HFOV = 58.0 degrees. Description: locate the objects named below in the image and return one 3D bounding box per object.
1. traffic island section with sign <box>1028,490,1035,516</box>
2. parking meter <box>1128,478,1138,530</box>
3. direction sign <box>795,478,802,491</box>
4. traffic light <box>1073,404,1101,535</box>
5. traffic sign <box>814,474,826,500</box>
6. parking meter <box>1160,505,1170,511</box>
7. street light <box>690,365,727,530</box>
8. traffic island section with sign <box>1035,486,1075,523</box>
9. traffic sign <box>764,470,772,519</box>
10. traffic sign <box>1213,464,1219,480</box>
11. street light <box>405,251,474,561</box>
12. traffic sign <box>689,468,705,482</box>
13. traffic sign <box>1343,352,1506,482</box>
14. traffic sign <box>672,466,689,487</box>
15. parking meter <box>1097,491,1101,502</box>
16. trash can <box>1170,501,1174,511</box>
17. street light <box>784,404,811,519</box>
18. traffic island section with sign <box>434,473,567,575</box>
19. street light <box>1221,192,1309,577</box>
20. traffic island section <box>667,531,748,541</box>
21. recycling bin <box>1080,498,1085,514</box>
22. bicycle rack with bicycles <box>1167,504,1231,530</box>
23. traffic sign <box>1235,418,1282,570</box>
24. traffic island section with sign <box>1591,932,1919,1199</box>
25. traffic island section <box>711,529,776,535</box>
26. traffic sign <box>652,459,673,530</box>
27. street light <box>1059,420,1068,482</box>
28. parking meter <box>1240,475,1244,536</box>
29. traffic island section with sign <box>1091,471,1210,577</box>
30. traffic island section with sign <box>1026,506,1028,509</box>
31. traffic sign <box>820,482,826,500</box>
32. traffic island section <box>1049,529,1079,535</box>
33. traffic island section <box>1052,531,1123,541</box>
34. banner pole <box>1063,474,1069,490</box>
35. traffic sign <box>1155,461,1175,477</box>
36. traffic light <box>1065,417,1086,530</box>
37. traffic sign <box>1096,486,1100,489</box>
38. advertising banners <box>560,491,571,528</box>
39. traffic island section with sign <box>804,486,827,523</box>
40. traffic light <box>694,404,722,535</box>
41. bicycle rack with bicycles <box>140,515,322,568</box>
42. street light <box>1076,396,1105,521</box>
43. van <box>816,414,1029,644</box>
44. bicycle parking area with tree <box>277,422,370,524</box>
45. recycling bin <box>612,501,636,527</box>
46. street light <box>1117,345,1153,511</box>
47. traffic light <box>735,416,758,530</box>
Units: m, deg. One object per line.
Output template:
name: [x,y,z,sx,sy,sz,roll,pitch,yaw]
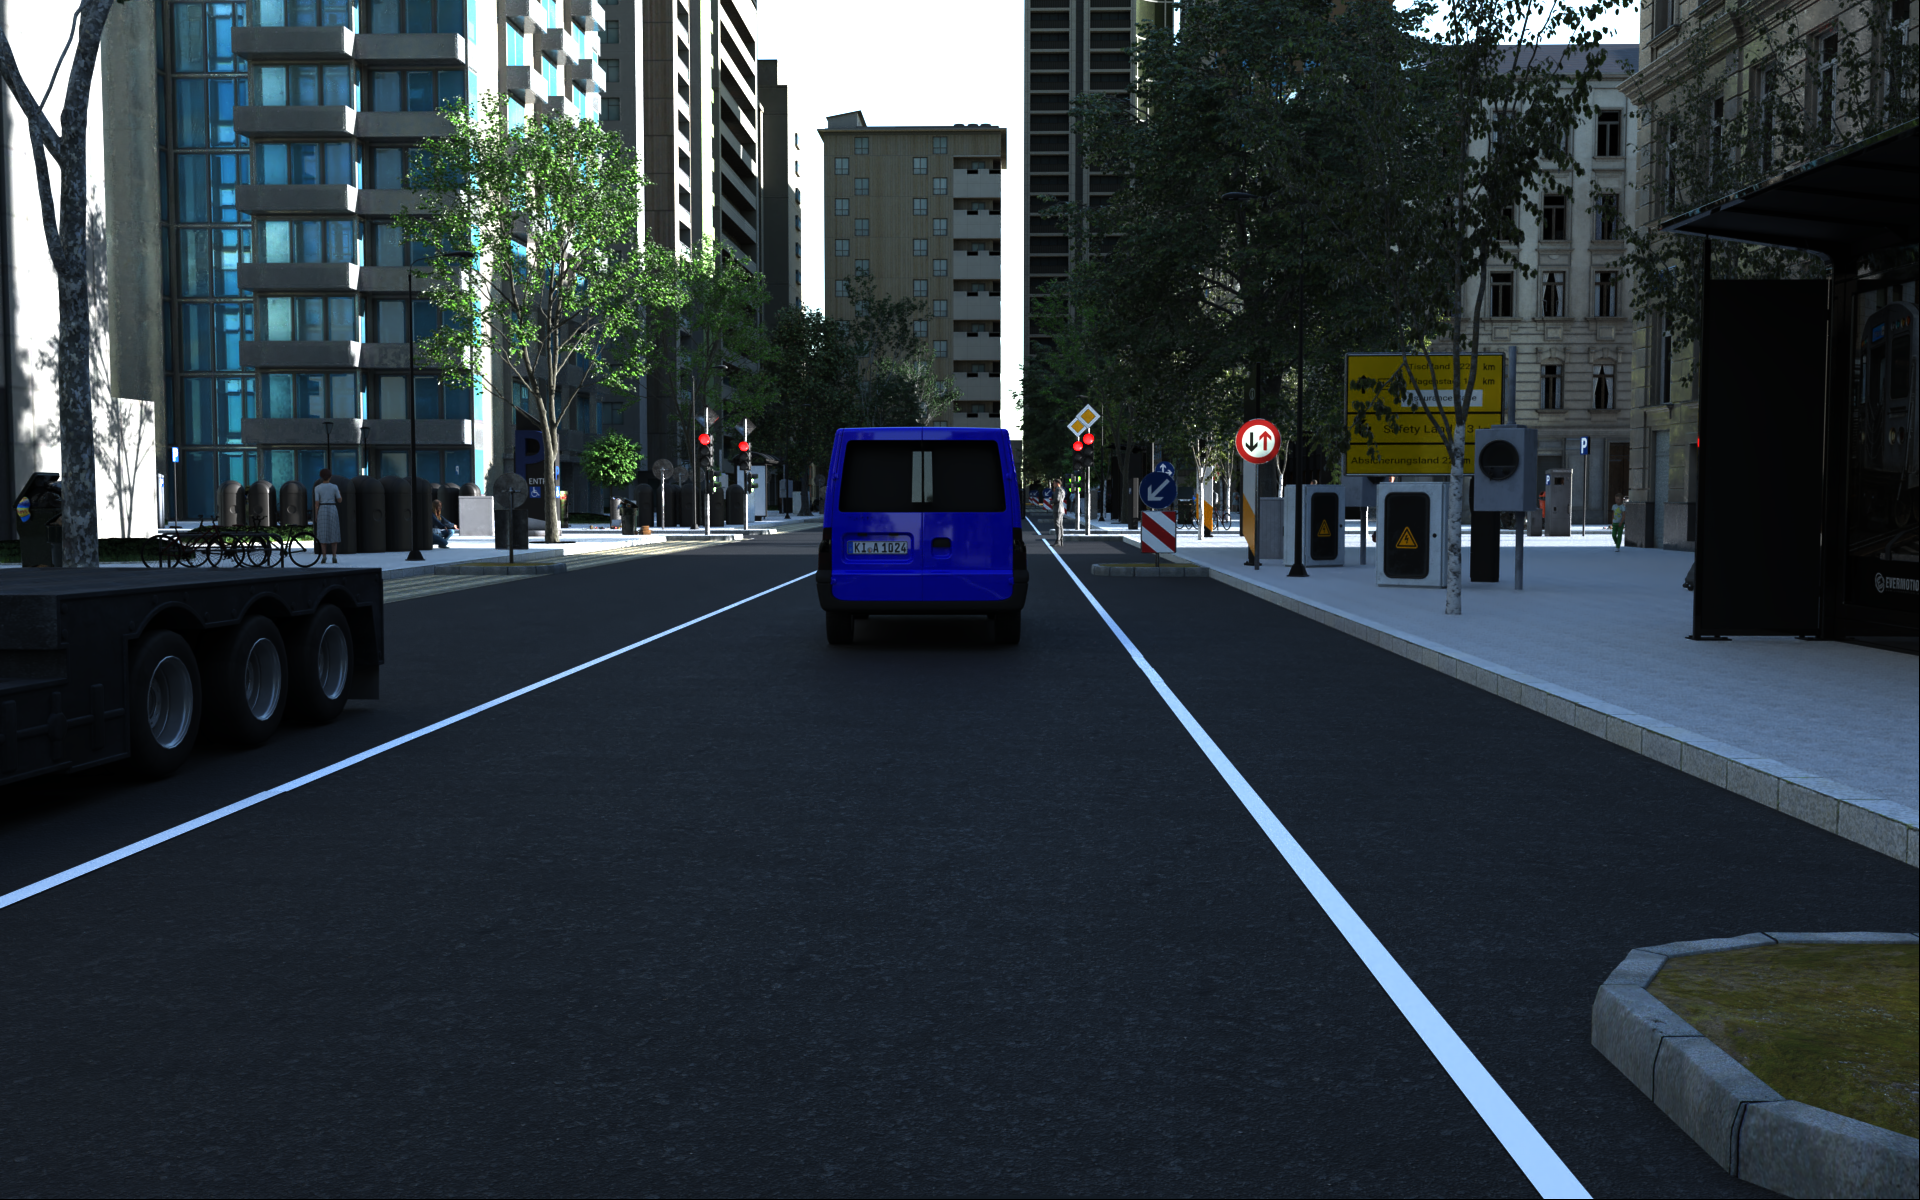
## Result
traffic island section with sign: [5.673,-6.481,114.591,1.989,1.847,2.006,0,4,2]
parking meter: [6.269,-3.487,62.729,0.255,1.863,0.399,-1,4,-18]
direction sign: [-10.417,-7.338,111.975,0.379,3.537,0.876,2,4,24]
traffic light: [3.956,-3.971,53.841,0.839,4.253,0.868,0,4,2]
traffic sign: [-9.073,-6.848,112.069,0.768,2.556,0.104,0,4,7]
parking meter: [7.944,-3.746,66.961,0.399,1.863,0.255,-1,4,-12]
street light: [-9.092,-5.512,62.659,1.470,5.913,1.316,0,4,2]
traffic island section with sign: [4.914,-4.790,86.942,1.989,1.847,2.006,0,4,2]
traffic sign: [-9.989,-5.396,88.329,0.768,2.556,0.104,1,4,8]
traffic sign: [9.597,-4.068,66.613,0.768,2.556,0.104,0,4,3]
street light: [-9.975,-3.712,33.236,1.470,5.913,1.316,0,4,2]
traffic sign: [-12.358,-4.966,81.299,0.768,2.556,0.104,1,4,9]
traffic sign: [6.664,-1.900,24.946,2.265,3.308,0.079,0,4,4]
traffic sign: [-12.719,-4.813,78.794,0.768,2.556,0.104,0,4,4]
parking meter: [10.397,-7.400,129.392,0.372,1.533,0.369,0,3,0]
trash can: [9.236,-4.017,77.325,0.748,1.137,0.748,0,3,0]
street light: [-8.410,-7.162,89.637,1.470,5.913,1.316,0,4,2]
traffic island section with sign: [-8.240,-1.391,31.378,1.989,1.847,2.006,0,4,2]
street light: [4.722,-3.319,26.810,1.470,5.913,1.316,0,4,2]
traffic island section: [-7.941,-1.958,54.286,2.009,0.180,2.903,0,4,2]
recycling bin: [7.772,-6.004,110.726,0.722,1.027,0.722,0,4,-3]
bicycle rack with bicycles: [8.158,-2.987,62.216,2.852,0.926,2.925,-1,4,-13]
traffic sign: [5.033,-1.784,29.277,0.768,2.556,0.104,0,4,7]
traffic island section with sign: [2.628,0.282,4.011,1.989,1.847,2.006,0,4,2]
traffic island section: [-7.721,-2.446,62.269,2.009,0.180,2.903,0,4,2]
traffic sign: [-10.729,-3.817,62.507,0.768,2.556,0.104,0,4,5]
street light: [6.927,-8.329,108.717,1.470,5.913,1.316,0,4,2]
parking meter: [8.711,-2.865,52.555,0.399,1.863,0.255,-2,4,-31]
traffic island section with sign: [3.369,-1.367,30.977,1.989,1.847,2.006,0,4,2]
traffic island section with sign: [7.021,-9.484,163.691,1.989,1.847,2.006,0,4,2]
traffic sign: [-9.681,-7.325,119.876,0.768,2.556,0.104,0,4,4]
traffic island section: [4.215,-2.425,61.936,2.009,0.180,2.903,0,4,2]
traffic island section: [3.995,-1.937,53.954,2.009,0.180,2.903,0,4,2]
banner pole: [8.555,-8.989,136.988,0.863,3.779,0.401,1,4,13]
traffic sign: [7.953,-4.113,67.347,0.768,2.556,0.104,1,4,8]
traffic light: [4.175,-4.459,61.823,0.839,4.253,0.868,0,4,2]
traffic sign: [10.703,-8.206,136.304,0.606,2.300,0.079,0,4,8]
advertising banners: [-15.461,-4.186,64.628,0.090,3.025,2.074,3,5,45]
traffic island section with sign: [-6.721,-4.784,86.854,1.989,1.847,2.006,0,4,2]
traffic light: [-7.901,-3.990,54.151,0.839,4.253,0.868,0,4,2]
bicycle rack with bicycles: [-12.500,-0.998,29.706,2.925,0.926,2.852,-2,4,-28]
street light: [6.154,-6.679,81.741,1.470,5.913,1.316,0,4,2]
van: [-0.359,-0.845,18.198,2.240,2.365,5.245,0,4,0]
bicycle parking area with tree: [-25.470,-5.180,71.695,9.016,4.147,8.231,1,4,10]
recycling bin: [-12.935,-3.311,66.695,0.722,1.027,0.722,1,4,16]
street light: [5.422,-4.969,53.788,1.470,5.913,1.316,0,4,2]
traffic light: [-7.682,-4.478,62.133,0.839,4.253,0.868,0,4,2]
